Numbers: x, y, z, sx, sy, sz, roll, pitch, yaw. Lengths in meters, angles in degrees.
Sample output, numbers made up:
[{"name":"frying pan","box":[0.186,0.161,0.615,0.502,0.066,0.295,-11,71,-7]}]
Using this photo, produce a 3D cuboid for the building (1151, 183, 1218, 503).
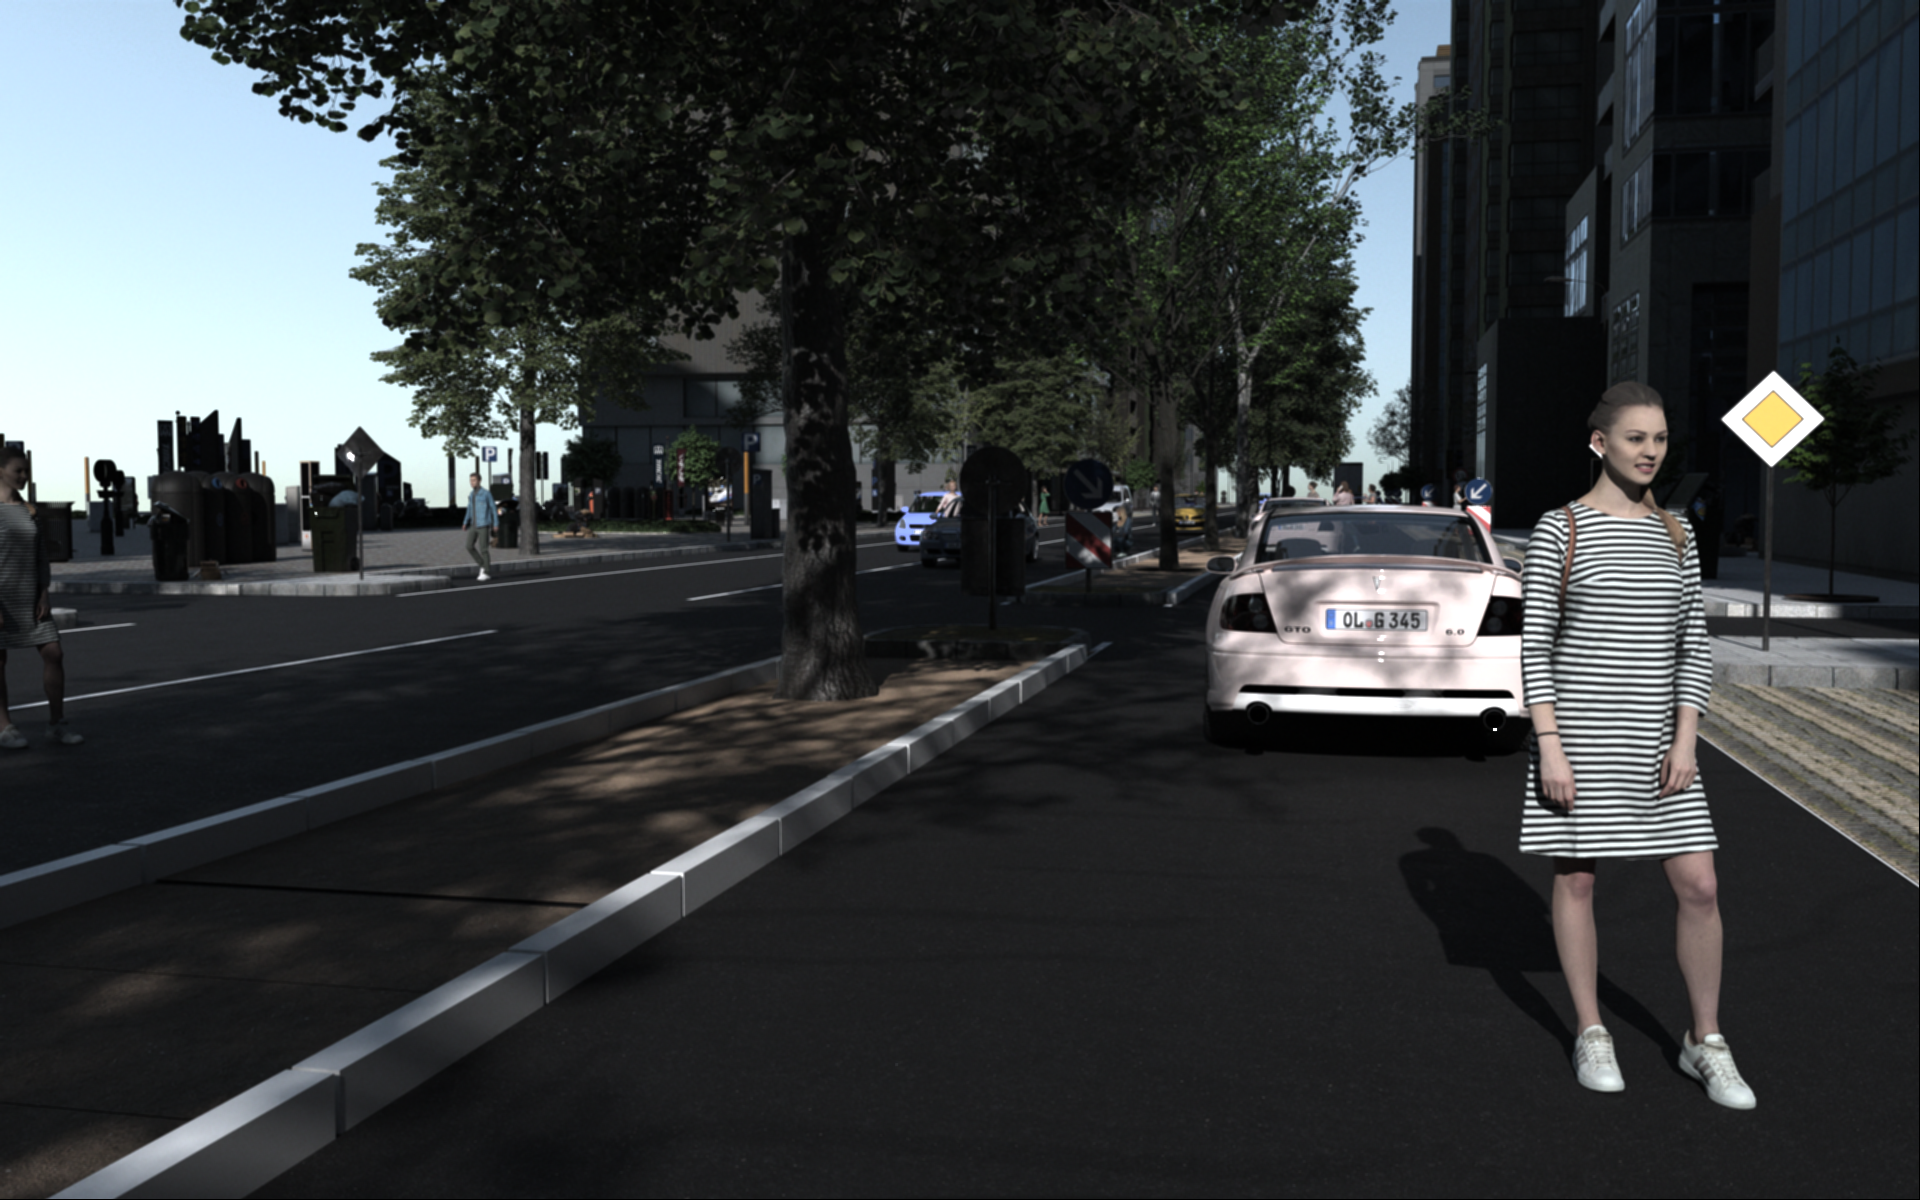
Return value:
[{"name":"building","box":[24.365,-42.690,239.981,21.231,58.520,28.212,1,4,13]}]

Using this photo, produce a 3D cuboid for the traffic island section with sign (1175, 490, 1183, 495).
[{"name":"traffic island section with sign","box":[18.919,-8.623,149.609,1.989,1.847,2.006,1,4,13]}]

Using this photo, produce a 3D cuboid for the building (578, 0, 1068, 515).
[{"name":"building","box":[-7.650,-32.215,115.957,28.713,52.752,27.495,1,4,13]}]

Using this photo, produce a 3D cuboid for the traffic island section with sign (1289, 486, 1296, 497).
[{"name":"traffic island section with sign","box":[18.305,-5.398,96.390,2.006,1.907,1.989,1,4,13]}]

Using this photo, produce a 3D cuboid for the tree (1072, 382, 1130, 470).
[{"name":"tree","box":[9.127,-10.078,115.136,4.360,8.622,3.978,0,3,0]}]

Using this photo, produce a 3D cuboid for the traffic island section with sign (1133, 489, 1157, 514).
[{"name":"traffic island section with sign","box":[12.921,-6.992,122.948,1.989,1.847,2.006,1,4,13]}]

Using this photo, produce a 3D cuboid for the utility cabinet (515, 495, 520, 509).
[{"name":"utility cabinet","box":[-21.370,-4.486,84.508,0.306,1.237,1.020,-3,5,-39]}]

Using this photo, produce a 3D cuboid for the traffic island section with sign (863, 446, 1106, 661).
[{"name":"traffic island section with sign","box":[0.173,-0.472,15.853,2.006,1.907,1.989,1,4,13]}]

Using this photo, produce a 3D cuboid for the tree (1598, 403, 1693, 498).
[{"name":"tree","box":[12.655,-2.291,32.059,1.663,3.219,1.824,0,3,0]}]

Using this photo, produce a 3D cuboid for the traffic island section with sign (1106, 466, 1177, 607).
[{"name":"traffic island section with sign","box":[1.809,-0.914,23.078,2.006,1.907,1.989,1,4,13]}]

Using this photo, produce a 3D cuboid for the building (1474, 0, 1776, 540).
[{"name":"building","box":[29.464,-45.332,53.856,22.319,86.520,31.000,1,4,13]}]

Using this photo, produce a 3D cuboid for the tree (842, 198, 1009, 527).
[{"name":"tree","box":[-3.228,-9.099,66.901,7.486,12.596,7.792,0,3,0]}]

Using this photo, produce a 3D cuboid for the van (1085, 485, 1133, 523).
[{"name":"van","box":[6.592,-4.248,76.466,2.013,2.044,4.112,1,4,13]}]

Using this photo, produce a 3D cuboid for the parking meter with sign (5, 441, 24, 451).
[{"name":"parking meter with sign","box":[-30.942,-3.662,56.129,0.543,3.016,1.738,0,4,-7]}]

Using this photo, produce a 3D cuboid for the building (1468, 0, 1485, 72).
[{"name":"building","box":[41.578,-28.504,116.148,14.600,45.320,14.200,1,4,13]}]

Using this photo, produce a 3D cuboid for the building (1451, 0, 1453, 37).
[{"name":"building","box":[53.033,-37.155,149.477,21.231,58.520,28.212,1,4,13]}]

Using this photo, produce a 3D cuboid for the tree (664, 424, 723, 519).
[{"name":"tree","box":[-12.233,-5.889,80.003,4.285,4.588,4.351,0,3,0]}]

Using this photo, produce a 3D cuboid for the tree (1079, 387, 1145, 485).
[{"name":"tree","box":[10.396,-10.367,119.860,4.737,8.622,4.395,0,3,0]}]

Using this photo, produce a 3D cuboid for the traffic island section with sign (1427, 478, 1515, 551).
[{"name":"traffic island section with sign","box":[13.023,-2.169,44.084,1.989,1.847,2.006,1,4,13]}]

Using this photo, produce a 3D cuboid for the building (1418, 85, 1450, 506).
[{"name":"building","box":[57.900,-33.014,189.896,14.600,45.320,14.200,1,4,13]}]

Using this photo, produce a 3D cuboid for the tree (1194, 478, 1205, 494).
[{"name":"tree","box":[28.670,-12.850,204.691,1.663,3.219,1.824,0,3,0]}]

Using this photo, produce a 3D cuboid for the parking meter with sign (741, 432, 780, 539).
[{"name":"parking meter with sign","box":[-5.694,-3.278,49.862,0.543,3.016,1.738,1,4,16]}]

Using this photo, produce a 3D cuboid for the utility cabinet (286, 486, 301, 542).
[{"name":"utility cabinet","box":[-17.747,-2.288,46.095,0.318,1.500,1.173,-1,4,-18]}]

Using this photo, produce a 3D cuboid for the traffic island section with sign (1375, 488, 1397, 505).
[{"name":"traffic island section with sign","box":[35.837,-8.367,145.434,1.989,1.847,2.006,1,4,13]}]

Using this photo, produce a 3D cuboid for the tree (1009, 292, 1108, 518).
[{"name":"tree","box":[4.101,-10.709,93.222,7.486,12.596,7.792,0,3,0]}]

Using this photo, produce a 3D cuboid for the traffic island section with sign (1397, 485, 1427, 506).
[{"name":"traffic island section with sign","box":[18.939,-3.777,70.384,1.989,1.847,2.006,1,4,13]}]

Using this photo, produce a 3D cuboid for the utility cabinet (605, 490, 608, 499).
[{"name":"utility cabinet","box":[-19.465,-5.471,98.126,1.173,1.500,0.318,-2,4,-25]}]

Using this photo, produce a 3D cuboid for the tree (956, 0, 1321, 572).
[{"name":"tree","box":[3.793,-6.342,31.903,9.928,11.665,9.643,0,3,0]}]

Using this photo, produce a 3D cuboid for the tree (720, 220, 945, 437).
[{"name":"tree","box":[-4.384,-7.470,56.554,7.601,10.594,8.767,1,4,21]}]

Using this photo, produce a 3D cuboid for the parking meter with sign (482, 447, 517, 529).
[{"name":"parking meter with sign","box":[-16.727,-4.091,63.151,0.543,3.016,1.738,-3,5,-43]}]

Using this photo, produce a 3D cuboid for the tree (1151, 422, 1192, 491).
[{"name":"tree","box":[20.246,-13.106,164.650,4.360,8.622,3.978,0,3,0]}]

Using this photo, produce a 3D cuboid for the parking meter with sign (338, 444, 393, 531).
[{"name":"parking meter with sign","box":[-20.828,-3.944,60.740,1.738,3.016,0.543,0,4,-3]}]

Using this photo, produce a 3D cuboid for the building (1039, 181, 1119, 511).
[{"name":"building","box":[0.414,-32.067,143.904,23.786,49.044,30.456,1,4,13]}]

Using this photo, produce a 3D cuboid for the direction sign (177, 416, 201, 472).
[{"name":"direction sign","box":[-22.485,-3.583,50.573,0.379,3.537,0.876,1,4,19]}]

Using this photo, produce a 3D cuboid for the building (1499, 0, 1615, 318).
[{"name":"building","box":[33.948,-19.212,85.818,14.160,30.474,14.107,1,4,13]}]

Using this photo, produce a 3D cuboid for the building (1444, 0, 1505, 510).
[{"name":"building","box":[43.937,-27.316,130.213,14.154,41.232,14.086,1,4,13]}]

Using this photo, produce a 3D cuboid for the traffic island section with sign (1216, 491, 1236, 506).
[{"name":"traffic island section with sign","box":[31.038,-11.914,203.427,1.989,1.847,2.006,1,4,13]}]

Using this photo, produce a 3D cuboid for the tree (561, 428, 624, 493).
[{"name":"tree","box":[-18.333,-6.265,86.141,4.285,4.588,4.351,0,3,0]}]

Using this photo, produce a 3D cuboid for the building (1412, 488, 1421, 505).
[{"name":"building","box":[70.882,-31.488,206.716,32.217,40.220,23.993,1,4,13]}]

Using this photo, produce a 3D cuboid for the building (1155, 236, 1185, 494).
[{"name":"building","box":[17.280,-25.686,191.662,14.160,30.474,14.107,1,4,13]}]

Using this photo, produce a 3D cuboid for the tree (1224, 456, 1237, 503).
[{"name":"tree","box":[39.948,-18.468,252.320,4.360,8.622,3.978,0,3,0]}]

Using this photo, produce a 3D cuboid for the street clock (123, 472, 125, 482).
[{"name":"street clock","box":[-25.586,-2.942,52.674,0.358,2.002,0.471,0,4,-5]}]

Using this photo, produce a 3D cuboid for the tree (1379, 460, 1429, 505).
[{"name":"tree","box":[42.401,-10.963,162.958,4.285,4.588,4.351,0,3,0]}]

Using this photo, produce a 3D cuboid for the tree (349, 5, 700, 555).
[{"name":"tree","box":[-8.740,-7.214,36.080,7.486,12.596,7.792,0,3,0]}]

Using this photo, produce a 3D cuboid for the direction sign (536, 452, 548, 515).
[{"name":"direction sign","box":[-22.412,-6.173,92.922,0.379,3.537,0.876,2,4,32]}]

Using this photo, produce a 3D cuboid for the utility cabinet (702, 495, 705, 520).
[{"name":"utility cabinet","box":[-12.305,-4.599,86.363,1.020,1.237,0.306,-2,4,-25]}]

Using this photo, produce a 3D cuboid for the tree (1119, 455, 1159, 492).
[{"name":"tree","box":[15.064,-9.896,145.519,4.285,4.588,4.351,0,3,0]}]

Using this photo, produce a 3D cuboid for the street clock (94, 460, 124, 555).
[{"name":"street clock","box":[-18.010,-1.955,36.533,0.471,2.002,0.358,2,4,31]}]

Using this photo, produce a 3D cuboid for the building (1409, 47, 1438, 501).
[{"name":"building","box":[71.686,-42.257,232.898,21.231,58.520,28.212,1,4,13]}]

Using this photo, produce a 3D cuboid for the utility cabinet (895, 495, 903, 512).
[{"name":"utility cabinet","box":[-3.539,-4.982,92.620,1.020,1.237,0.306,-2,4,-31]}]

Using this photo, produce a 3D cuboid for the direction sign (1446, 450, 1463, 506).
[{"name":"direction sign","box":[25.432,-5.940,89.108,0.876,3.537,0.379,-1,4,-8]}]

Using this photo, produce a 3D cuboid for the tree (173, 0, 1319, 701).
[{"name":"tree","box":[-0.958,-6.274,11.688,9.857,13.997,8.962,0,3,0]}]

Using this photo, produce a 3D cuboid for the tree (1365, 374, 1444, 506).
[{"name":"tree","box":[46.313,-16.302,176.913,12.009,13.543,11.850,0,3,0]}]

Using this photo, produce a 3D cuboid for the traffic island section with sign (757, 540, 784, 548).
[{"name":"traffic island section with sign","box":[-4.230,-2.334,46.796,1.989,1.847,2.006,1,4,13]}]

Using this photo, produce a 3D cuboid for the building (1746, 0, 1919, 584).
[{"name":"building","box":[20.839,-22.907,24.648,14.200,45.320,14.600,1,4,13]}]

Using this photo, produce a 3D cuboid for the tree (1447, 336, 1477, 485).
[{"name":"tree","box":[23.476,-7.724,76.655,4.360,8.622,3.978,0,3,0]}]

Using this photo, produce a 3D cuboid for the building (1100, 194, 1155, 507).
[{"name":"building","box":[10.413,-24.056,165.023,14.160,30.474,14.107,1,4,13]}]

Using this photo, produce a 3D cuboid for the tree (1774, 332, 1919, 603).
[{"name":"tree","box":[10.377,-1.601,20.782,1.663,3.219,1.824,0,3,0]}]
